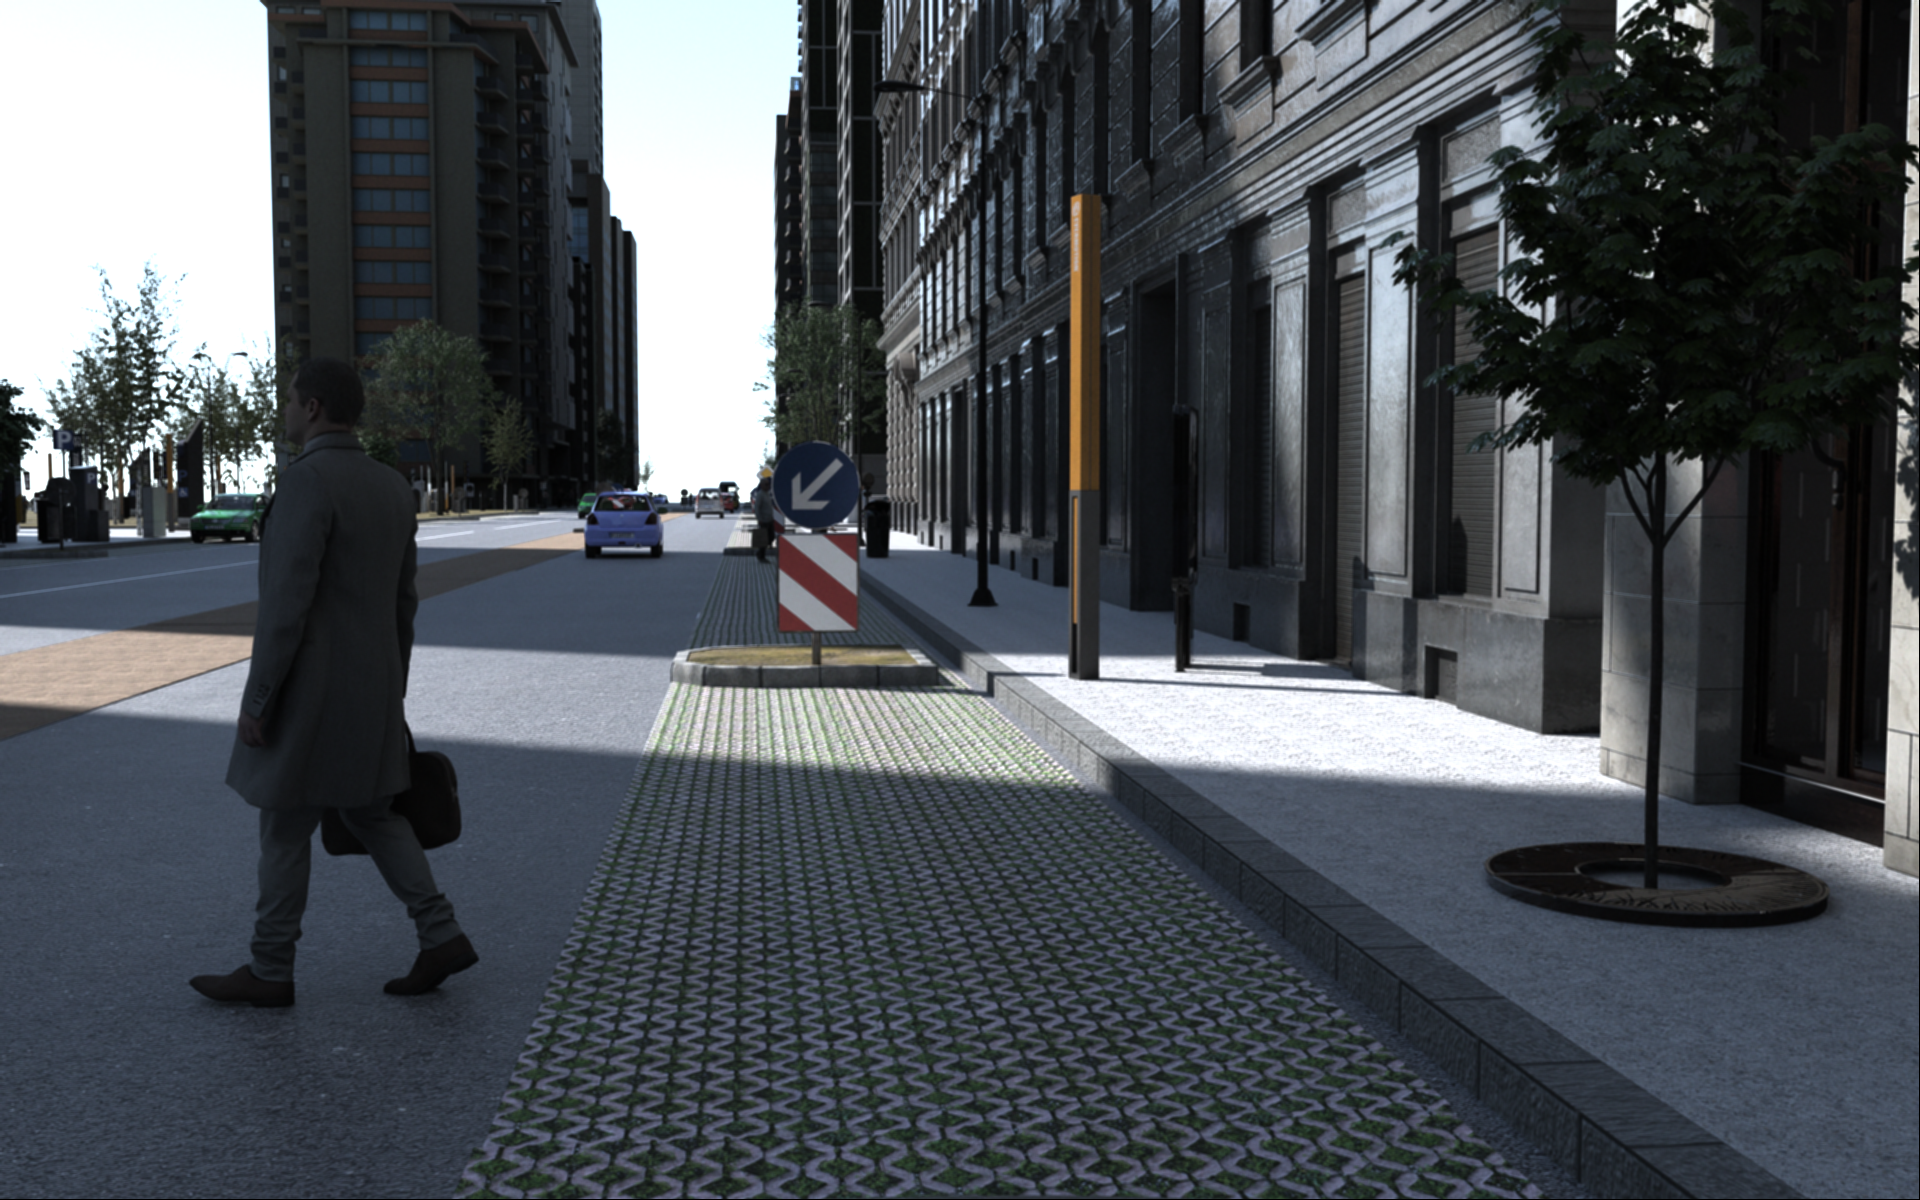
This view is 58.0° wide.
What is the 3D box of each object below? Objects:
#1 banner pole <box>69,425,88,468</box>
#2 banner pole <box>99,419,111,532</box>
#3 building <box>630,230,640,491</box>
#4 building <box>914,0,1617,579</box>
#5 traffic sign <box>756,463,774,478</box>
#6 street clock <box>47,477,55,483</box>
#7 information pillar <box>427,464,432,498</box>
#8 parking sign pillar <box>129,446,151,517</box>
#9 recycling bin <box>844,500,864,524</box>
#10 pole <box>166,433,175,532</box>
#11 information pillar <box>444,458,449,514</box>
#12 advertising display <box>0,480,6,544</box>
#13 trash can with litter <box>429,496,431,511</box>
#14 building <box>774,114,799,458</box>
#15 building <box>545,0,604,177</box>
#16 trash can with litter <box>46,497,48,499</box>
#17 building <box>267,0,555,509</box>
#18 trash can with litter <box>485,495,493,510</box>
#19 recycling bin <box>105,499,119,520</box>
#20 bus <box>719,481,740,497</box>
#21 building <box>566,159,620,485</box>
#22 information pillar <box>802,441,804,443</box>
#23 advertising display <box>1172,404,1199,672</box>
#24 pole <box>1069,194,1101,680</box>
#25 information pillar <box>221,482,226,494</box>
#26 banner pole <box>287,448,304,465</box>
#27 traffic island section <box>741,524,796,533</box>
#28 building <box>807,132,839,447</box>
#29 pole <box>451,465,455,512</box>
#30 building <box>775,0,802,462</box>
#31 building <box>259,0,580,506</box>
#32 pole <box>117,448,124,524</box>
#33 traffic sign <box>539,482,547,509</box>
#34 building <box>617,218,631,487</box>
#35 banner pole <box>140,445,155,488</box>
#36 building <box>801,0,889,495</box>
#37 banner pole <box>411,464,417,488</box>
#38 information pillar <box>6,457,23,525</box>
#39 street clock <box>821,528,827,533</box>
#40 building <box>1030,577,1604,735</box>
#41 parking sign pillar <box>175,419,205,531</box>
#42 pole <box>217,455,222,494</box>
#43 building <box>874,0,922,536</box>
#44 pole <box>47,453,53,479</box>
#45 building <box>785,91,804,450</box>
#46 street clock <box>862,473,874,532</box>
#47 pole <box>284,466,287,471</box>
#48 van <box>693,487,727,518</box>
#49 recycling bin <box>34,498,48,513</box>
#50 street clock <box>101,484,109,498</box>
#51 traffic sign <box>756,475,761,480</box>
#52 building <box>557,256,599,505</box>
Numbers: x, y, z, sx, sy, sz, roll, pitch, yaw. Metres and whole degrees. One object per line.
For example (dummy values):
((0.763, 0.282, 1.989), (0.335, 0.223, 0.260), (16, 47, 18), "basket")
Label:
((-31.945, -4.460, 62.938), (0.863, 3.779, 0.401), (0, 4, 2), "banner pole")
((-28.510, -4.130, 57.549), (0.401, 3.779, 0.863), (-1, 4, -20), "banner pole")
((-60.199, -38.773, 284.045), (14.600, 45.320, 14.200), (0, 4, -7), "building")
((4.613, -11.442, 36.232), (9.793, 20.994, 18.267), (0, 4, -7), "building")
((-7.262, -3.861, 65.312), (0.795, 2.593, 0.064), (0, 4, -7), "traffic sign")
((-39.310, -4.318, 75.174), (0.471, 2.002, 0.358), (-3, 5, -43), "street clock")
((-41.489, -8.815, 135.479), (0.183, 3.616, 0.504), (-3, 5, -43), "information pillar")
((-45.578, -6.595, 96.300), (1.447, 3.967, 1.447), (1, 4, 12), "parking sign pillar")
((-4.618, -3.837, 75.284), (0.722, 1.027, 0.722), (-1, 4, -23), "recycling bin")
((-26.571, -3.940, 58.269), (0.158, 3.312, 0.155), (0, 3, 0), "pole")
((-36.194, -7.986, 121.931), (0.183, 3.616, 0.504), (0, 4, -8), "information pillar")
((-25.117, -2.414, 44.683), (0.974, 1.923, 0.123), (0, 4, 5), "advertising display")
((-39.557, -7.287, 130.531), (1.055, 1.170, 0.624), (1, 4, 13), "trash can with litter")
((-11.893, -36.022, 212.667), (21.300, 48.544, 21.600), (0, 4, -7), "building")
((-59.993, -49.716, 251.100), (20.563, 71.187, 20.611), (0, 4, -7), "building")
((-56.206, -5.816, 106.481), (0.624, 1.170, 1.055), (-2, 4, -33), "trash can with litter")
((-49.302, -30.781, 157.891), (22.147, 44.769, 28.867), (0, 4, -7), "building")
((-39.070, -8.044, 142.899), (1.055, 1.170, 0.624), (0, 4, -5), "trash can with litter")
((-42.644, -4.563, 87.161), (0.722, 1.027, 0.722), (-2, 4, -25), "recycling bin")
((-33.719, -15.777, 252.810), (2.948, 3.499, 13.247), (0, 4, -6), "bus")
((-54.747, -35.773, 235.006), (14.600, 45.320, 14.200), (0, 4, -7), "building")
((-6.660, -5.150, 75.563), (0.504, 3.616, 0.183), (0, 4, -3), "information pillar")
((1.675, -0.468, 12.860), (0.123, 1.923, 0.974), (1, 4, 12), "advertising display")
((0.860, -1.106, 11.932), (0.158, 3.312, 0.155), (0, 3, 0), "pole")
((-46.720, -6.439, 109.774), (0.304, 2.012, 0.304), (2, 4, 26), "information pillar")
((-36.022, -6.361, 94.016), (0.863, 3.779, 0.401), (-2, 4, -26), "banner pole")
((-7.240, -2.637, 65.397), (2.009, 0.180, 2.903), (0, 4, -7), "traffic island section")
((-5.501, -22.651, 142.048), (14.160, 30.474, 14.107), (0, 4, -7), "building")
((-35.909, -7.879, 122.672), (0.158, 3.312, 0.155), (0, 3, 0), "pole")
((-16.452, -57.917, 259.608), (22.319, 86.520, 31.000), (0, 4, -7), "building")
((-56.089, -36.448, 185.159), (28.713, 52.752, 27.495), (0, 4, -7), "building")
((-36.397, -4.968, 75.076), (0.158, 3.312, 0.155), (0, 3, 0), "pole")
((-35.117, -8.796, 145.939), (0.606, 2.300, 0.079), (0, 4, -2), "traffic sign")
((-59.677, -37.884, 269.513), (14.600, 45.320, 14.200), (0, 4, -7), "building")
((-41.311, -6.009, 88.259), (0.863, 3.779, 0.401), (-3, 5, -41), "banner pole")
((-6.448, -44.282, 162.263), (20.563, 71.187, 20.611), (0, 4, -7), "building")
((-45.027, -9.356, 142.980), (0.401, 3.779, 0.863), (2, 4, 30), "banner pole")
((-25.559, -3.381, 46.635), (0.504, 3.616, 0.183), (-2, 4, -26), "information pillar")
((-4.194, -2.981, 53.315), (0.471, 2.002, 0.358), (0, 4, 5), "street clock")
((6.672, -10.327, 17.997), (9.793, 20.994, 18.267), (0, 4, -7), "building")
((-27.240, -4.454, 61.297), (1.447, 3.967, 1.447), (0, 4, -1), "parking sign pillar")
((-39.113, -5.972, 91.478), (0.158, 3.312, 0.155), (0, 3, 0), "pole")
((3.110, -13.843, 55.208), (11.050, 23.489, 19.941), (0, 4, -7), "building")
((-45.056, -5.626, 85.822), (0.158, 3.312, 0.155), (0, 3, 0), "pole")
((-7.660, -32.618, 187.924), (22.147, 44.769, 28.867), (0, 4, -7), "building")
((-3.163, -3.332, 59.053), (0.358, 2.002, 0.471), (3, 5, 44), "street clock")
((-49.316, -8.126, 126.698), (0.158, 3.312, 0.155), (0, 3, 0), "pole")
((-14.905, -5.882, 103.185), (2.013, 2.044, 4.112), (0, 4, -7), "van")
((-60.963, -6.265, 114.979), (0.722, 1.027, 0.722), (2, 4, 34), "recycling bin")
((-59.025, -7.036, 119.614), (0.471, 2.002, 0.358), (0, 4, -1), "street clock")
((-8.230, -4.345, 73.238), (0.795, 2.593, 0.064), (0, 4, -7), "traffic sign")
((-51.225, -26.652, 207.468), (14.160, 30.474, 14.107), (0, 4, -7), "building")
